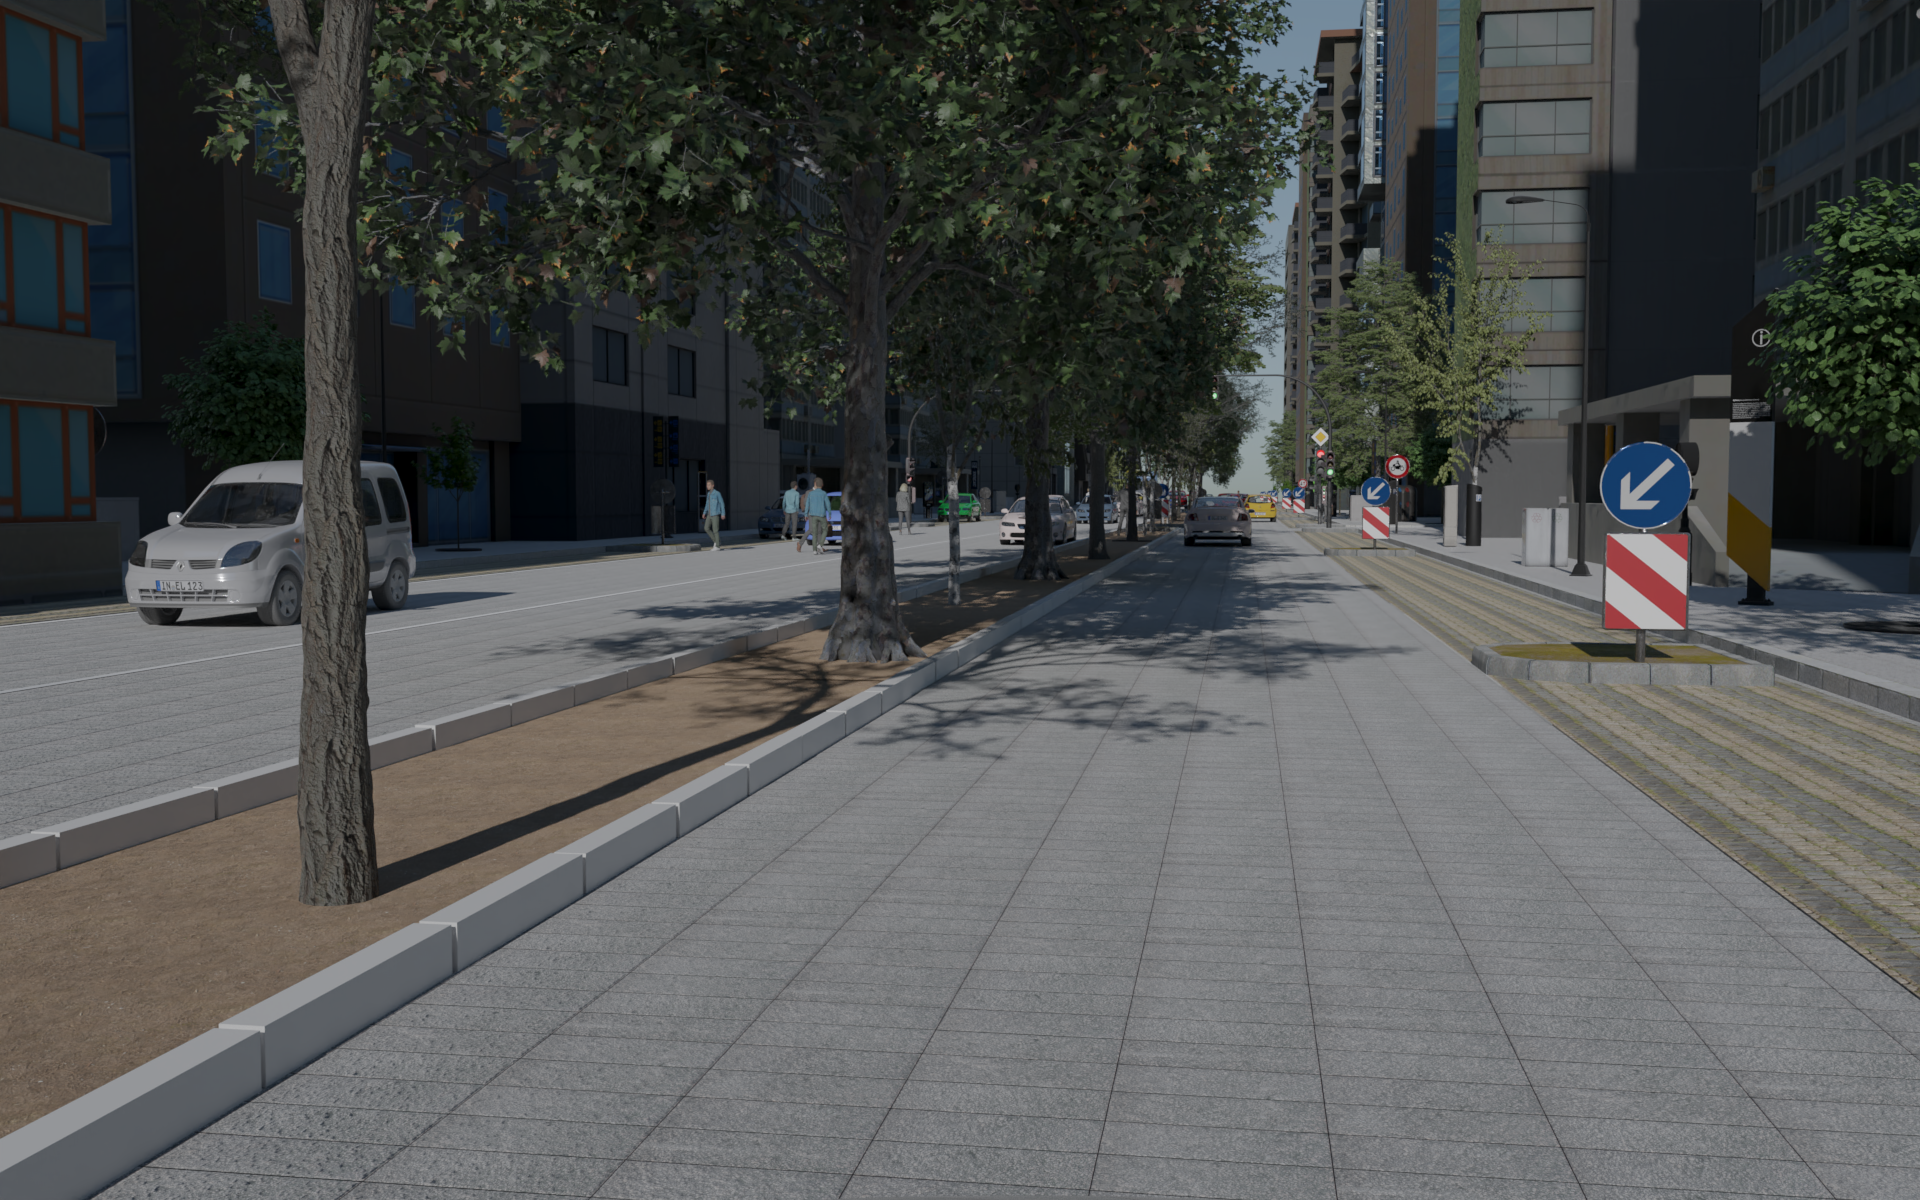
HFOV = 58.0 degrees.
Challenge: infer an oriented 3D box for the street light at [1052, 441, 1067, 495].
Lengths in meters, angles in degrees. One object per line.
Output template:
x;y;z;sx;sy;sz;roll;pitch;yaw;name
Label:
8.659;-10.969;151.876;1.470;5.913;1.316;1;4;9;street light

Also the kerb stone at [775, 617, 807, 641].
-1.731;0.307;17.176;0.120;0.150;1.000;1;4;9;kerb stone

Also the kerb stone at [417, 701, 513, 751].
-2.887;0.740;10.104;0.120;0.150;1.000;1;4;9;kerb stone

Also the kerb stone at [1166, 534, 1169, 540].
6.140;-1.835;52.260;0.120;0.150;1.000;1;4;9;kerb stone

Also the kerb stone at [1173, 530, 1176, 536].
6.971;-2.149;57.334;0.120;0.150;1.000;1;4;9;kerb stone

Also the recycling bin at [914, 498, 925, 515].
-2.488;-5.883;108.737;0.722;1.027;0.722;1;4;9;recycling bin

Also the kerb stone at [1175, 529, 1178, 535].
7.295;-2.266;59.356;0.120;0.150;1.000;1;4;9;kerb stone

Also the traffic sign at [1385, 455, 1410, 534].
14.120;-3.415;55.947;0.768;2.556;0.104;1;4;13;traffic sign

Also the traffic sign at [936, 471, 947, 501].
-0.949;-5.779;94.597;0.768;2.556;0.104;1;4;17;traffic sign

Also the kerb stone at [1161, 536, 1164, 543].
5.645;-1.653;49.221;0.120;0.150;1.000;1;4;9;kerb stone

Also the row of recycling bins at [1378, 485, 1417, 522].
20.260;-4.479;80.351;1.069;1.692;3.534;2;4;34;row of recycling bins

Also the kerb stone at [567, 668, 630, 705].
-2.562;0.617;12.123;0.120;0.150;1.000;1;4;9;kerb stone

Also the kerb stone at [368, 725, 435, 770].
-3.060;0.811;9.098;0.120;0.150;1.000;1;4;9;kerb stone

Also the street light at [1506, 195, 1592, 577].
9.188;-3.333;27.037;1.470;5.913;1.316;1;4;9;street light

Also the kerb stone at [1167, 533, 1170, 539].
6.300;-1.901;53.277;0.120;0.150;1.000;1;4;9;kerb stone

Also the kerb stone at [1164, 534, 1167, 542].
5.973;-1.777;51.252;0.120;0.150;1.000;1;4;9;kerb stone

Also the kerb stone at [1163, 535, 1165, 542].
5.802;-1.715;50.232;0.120;0.150;1.000;1;4;9;kerb stone

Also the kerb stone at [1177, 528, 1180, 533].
7.625;-2.392;61.375;0.120;0.150;1.000;1;4;9;kerb stone

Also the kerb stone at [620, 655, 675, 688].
-2.401;0.554;13.133;0.120;0.150;1.000;1;4;9;kerb stone

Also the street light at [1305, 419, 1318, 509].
22.352;-8.274;107.816;1.470;5.913;1.316;1;4;9;street light

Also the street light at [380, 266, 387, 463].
-10.626;-3.724;33.428;1.470;5.913;1.316;1;4;9;street light

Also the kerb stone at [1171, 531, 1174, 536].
6.801;-2.087;56.326;0.120;0.150;1.000;1;4;9;kerb stone

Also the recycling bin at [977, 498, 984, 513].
1.146;-6.476;118.434;0.722;1.027;0.722;-3;5;-44;recycling bin

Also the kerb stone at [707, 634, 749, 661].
-2.068;0.431;15.155;0.120;0.150;1.000;1;4;9;kerb stone

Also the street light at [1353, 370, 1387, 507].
15.440;-5.661;65.103;1.470;5.913;1.316;1;4;9;street light

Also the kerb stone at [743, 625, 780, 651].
-1.899;0.369;16.168;0.120;0.150;1.000;1;4;9;kerb stone

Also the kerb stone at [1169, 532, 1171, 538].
6.458;-1.961;54.295;0.120;0.150;1.000;1;4;9;kerb stone

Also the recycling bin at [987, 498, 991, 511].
2.205;-6.822;124.094;0.722;1.027;0.722;2;4;30;recycling bin

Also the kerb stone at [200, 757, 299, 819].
-3.224;0.864;8.079;0.120;0.150;1.000;1;4;9;kerb stone

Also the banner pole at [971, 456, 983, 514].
1.099;-7.589;114.098;0.863;3.779;0.401;1;4;23;banner pole

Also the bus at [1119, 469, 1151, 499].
18.128;-11.338;176.925;2.896;3.916;12.252;1;4;9;bus

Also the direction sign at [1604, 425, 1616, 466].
18.124;-3.451;48.416;0.876;3.537;0.379;1;4;13;direction sign

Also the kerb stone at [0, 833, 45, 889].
-3.552;0.988;6.054;0.120;0.150;1.000;1;4;9;kerb stone

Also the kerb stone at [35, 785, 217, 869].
-3.391;0.926;7.070;0.120;0.150;1.000;1;4;9;kerb stone

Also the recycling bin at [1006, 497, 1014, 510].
3.930;-7.858;141.026;0.722;1.027;0.722;3;5;44;recycling bin

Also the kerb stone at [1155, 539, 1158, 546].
5.139;-1.460;46.189;0.120;0.150;1.000;1;4;9;kerb stone

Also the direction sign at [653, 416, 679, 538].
-8.532;-3.568;50.331;0.876;3.537;0.379;2;4;24;direction sign

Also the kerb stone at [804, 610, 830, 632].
-1.566;0.245;18.185;0.120;0.150;1.000;1;4;9;kerb stone

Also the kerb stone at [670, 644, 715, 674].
-2.227;0.498;14.144;0.120;0.150;1.000;1;4;9;kerb stone

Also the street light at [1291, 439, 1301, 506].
28.772;-10.659;146.819;1.470;5.913;1.316;1;4;9;street light

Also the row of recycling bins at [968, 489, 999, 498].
1.623;-7.909;136.424;3.534;1.692;1.069;-3;4;-36;row of recycling bins

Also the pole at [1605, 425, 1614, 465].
16.865;-3.132;45.051;0.158;3.312;0.155;0;3;0;pole

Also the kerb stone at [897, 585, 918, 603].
-0.744;-0.059;23.239;0.120;0.150;1.000;1;4;9;kerb stone

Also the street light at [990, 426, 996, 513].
2.660;-8.713;115.004;1.470;5.913;1.316;1;4;9;street light

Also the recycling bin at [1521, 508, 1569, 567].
10.421;-1.119;30.857;0.722;1.027;0.722;1;4;12;recycling bin

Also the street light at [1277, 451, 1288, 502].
34.898;-12.978;184.732;1.470;5.913;1.316;1;4;9;street light

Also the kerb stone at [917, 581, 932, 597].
-0.570;-0.124;24.252;0.120;0.150;1.000;1;4;9;kerb stone

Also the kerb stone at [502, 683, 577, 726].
-2.724;0.678;11.114;0.120;0.150;1.000;1;4;9;kerb stone

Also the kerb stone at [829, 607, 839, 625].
-1.403;0.184;19.194;0.120;0.150;1.000;1;4;9;kerb stone

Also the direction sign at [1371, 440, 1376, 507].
17.560;-4.988;73.548;0.379;3.537;0.876;1;4;23;direction sign

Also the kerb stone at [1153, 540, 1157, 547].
4.975;-1.405;45.172;0.120;0.150;1.000;1;4;9;kerb stone

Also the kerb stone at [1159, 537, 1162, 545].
5.470;-1.590;48.213;0.120;0.150;1.000;1;4;9;kerb stone

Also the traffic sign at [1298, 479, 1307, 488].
28.682;-8.859;144.957;0.768;2.556;0.104;1;4;17;traffic sign

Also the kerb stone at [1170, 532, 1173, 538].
6.633;-2.025;55.310;0.120;0.150;1.000;1;4;9;kerb stone

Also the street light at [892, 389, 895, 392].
-3.564;-6.372;76.724;1.470;5.913;1.316;1;4;9;street light

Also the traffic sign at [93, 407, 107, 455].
-12.403;-1.493;24.522;0.768;2.556;0.104;1;4;18;traffic sign

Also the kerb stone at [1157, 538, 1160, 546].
5.306;-1.528;47.204;0.120;0.150;1.000;1;4;9;kerb stone
